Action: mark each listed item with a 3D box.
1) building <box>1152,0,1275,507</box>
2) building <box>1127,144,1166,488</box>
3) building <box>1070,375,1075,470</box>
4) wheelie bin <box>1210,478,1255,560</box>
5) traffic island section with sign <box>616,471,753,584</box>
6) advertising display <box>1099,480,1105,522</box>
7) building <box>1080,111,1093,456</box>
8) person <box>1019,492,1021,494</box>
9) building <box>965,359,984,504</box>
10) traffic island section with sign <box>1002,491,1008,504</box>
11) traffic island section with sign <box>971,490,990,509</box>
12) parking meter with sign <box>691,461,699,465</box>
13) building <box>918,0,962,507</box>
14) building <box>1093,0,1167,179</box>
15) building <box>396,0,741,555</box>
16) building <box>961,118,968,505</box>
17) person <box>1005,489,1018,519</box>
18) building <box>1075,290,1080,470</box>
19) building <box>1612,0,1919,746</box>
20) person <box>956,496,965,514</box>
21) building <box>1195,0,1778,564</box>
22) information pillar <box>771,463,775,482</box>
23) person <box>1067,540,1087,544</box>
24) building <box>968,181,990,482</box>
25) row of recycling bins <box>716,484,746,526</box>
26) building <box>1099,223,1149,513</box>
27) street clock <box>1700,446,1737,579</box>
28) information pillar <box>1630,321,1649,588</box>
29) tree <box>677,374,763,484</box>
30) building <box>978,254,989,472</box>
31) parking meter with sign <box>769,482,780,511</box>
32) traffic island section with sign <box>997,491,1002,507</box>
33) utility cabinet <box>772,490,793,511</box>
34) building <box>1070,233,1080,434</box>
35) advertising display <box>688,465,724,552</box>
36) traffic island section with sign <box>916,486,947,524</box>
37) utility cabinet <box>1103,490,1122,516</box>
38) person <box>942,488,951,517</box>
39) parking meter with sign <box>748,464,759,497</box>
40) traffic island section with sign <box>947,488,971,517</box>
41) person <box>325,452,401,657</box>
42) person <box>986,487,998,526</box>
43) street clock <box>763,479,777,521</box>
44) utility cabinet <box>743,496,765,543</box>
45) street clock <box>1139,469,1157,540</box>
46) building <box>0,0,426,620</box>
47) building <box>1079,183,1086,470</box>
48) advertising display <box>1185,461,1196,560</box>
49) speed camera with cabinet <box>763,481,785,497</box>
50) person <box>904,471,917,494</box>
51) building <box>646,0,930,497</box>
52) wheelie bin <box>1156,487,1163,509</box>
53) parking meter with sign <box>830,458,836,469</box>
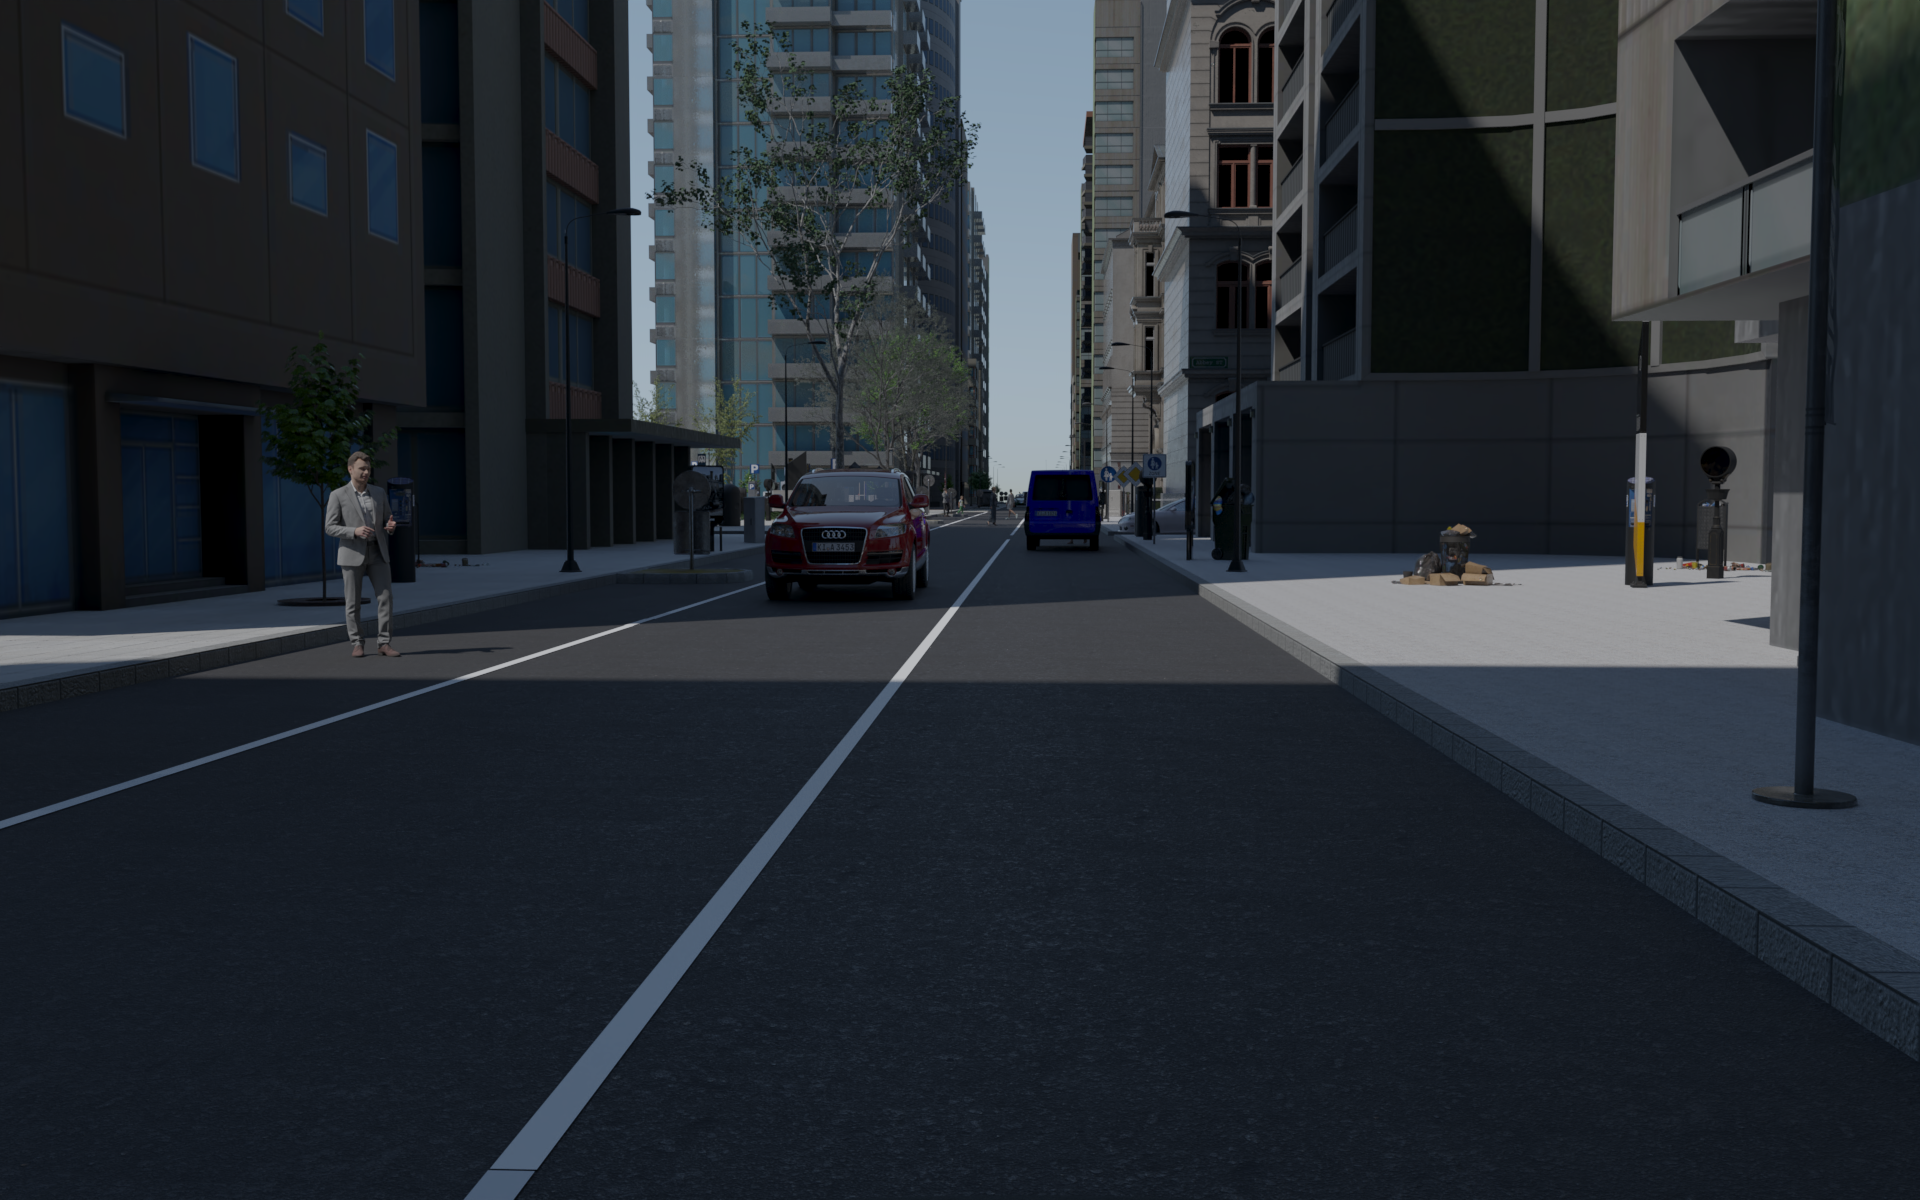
[{"bbox_3d":[19.506,-17.123,67.346,23.554,28.519,14.401,0,4,3],"label":"building"},{"bbox_3d":[16.946,-17.126,99.089,14.460,24.649,34.723,0,4,3],"label":"building"},{"bbox_3d":[30.951,-25.715,265.476,27.650,21.520,28.899,0,4,3],"label":"building"},{"bbox_3d":[5.332,-1.580,33.746,0.693,1.594,0.980,3,4,37],"label":"wheelie bin"},{"bbox_3d":[-4.489,-1.226,28.667,1.989,1.847,2.006,0,4,3],"label":"traffic island section with sign"},{"bbox_3d":[6.655,-4.656,81.340,0.123,1.923,0.974,0,4,-4],"label":"advertising display"},{"bbox_3d":[24.855,-33.089,195.622,22.147,44.769,28.867,0,4,3],"label":"building"},{"bbox_3d":[8.601,-14.598,247.625,0.683,1.767,0.568,2,4,28],"label":"person"},{"bbox_3d":[-11.044,-23.932,236.321,27.650,21.520,28.899,0,4,3],"label":"building"},{"bbox_3d":[5.909,-14.346,243.184,1.989,1.847,2.006,0,4,3],"label":"traffic island section with sign"},{"bbox_3d":[1.914,-9.318,160.984,1.989,1.847,2.006,0,4,3],"label":"traffic island section with sign"},{"bbox_3d":[-13.567,-5.919,93.029,0.543,3.016,1.738,3,5,42],"label":"parking meter with sign"},{"bbox_3d":[-11.082,-39.086,181.053,21.231,58.520,28.212,0,4,3],"label":"building"},{"bbox_3d":[18.143,-28.289,146.127,14.154,41.232,14.086,0,4,3],"label":"building"},{"bbox_3d":[-21.758,-23.735,42.694,28.867,44.769,22.147,0,4,3],"label":"building"},{"bbox_3d":[-6.301,-33.798,202.703,14.600,45.320,14.200,0,4,3],"label":"building"},{"bbox_3d":[2.955,-5.497,99.121,0.760,1.731,0.466,1,4,18],"label":"person"},{"bbox_3d":[23.250,-28.892,244.087,14.160,30.474,14.107,0,4,3],"label":"building"},{"bbox_3d":[12.033,-19.978,10.231,14.154,41.232,14.086,0,4,3],"label":"building"},{"bbox_3d":[0.043,-6.229,114.586,0.590,1.304,0.306,1,4,19],"label":"person"},{"bbox_3d":[16.815,-36.770,39.441,20.563,71.187,20.611,0,4,3],"label":"building"},{"bbox_3d":[-14.058,-8.487,130.116,0.183,3.616,0.504,2,4,24],"label":"information pillar"},{"bbox_3d":[3.306,-2.515,49.712,0.616,1.811,0.778,3,5,43],"label":"person"},{"bbox_3d":[-7.437,-39.471,264.964,23.786,49.044,30.456,0,4,3],"label":"building"},{"bbox_3d":[-10.425,-3.762,68.619,3.534,1.692,1.069,-1,4,-23],"label":"row of recycling bins"},{"bbox_3d":[15.312,-16.935,126.042,9.793,20.994,18.267,0,4,3],"label":"building"},{"bbox_3d":[11.457,-1.324,26.216,0.358,2.002,0.471,-3,5,-43],"label":"street clock"},{"bbox_3d":[9.340,-1.982,23.757,0.183,3.616,0.504,1,4,15],"label":"information pillar"},{"bbox_3d":[-14.207,-9.495,105.599,4.737,8.622,4.395,0,3,0],"label":"tree"},{"bbox_3d":[-2.370,-36.939,287.542,14.154,41.232,14.086,0,4,3],"label":"building"},{"bbox_3d":[-12.009,-7.063,111.747,1.738,3.016,0.543,-1,4,-20],"label":"parking meter with sign"},{"bbox_3d":[3.255,-10.997,188.431,1.989,1.847,2.006,0,4,3],"label":"traffic island section with sign"},{"bbox_3d":[-10.568,-5.781,103.190,1.173,1.500,0.318,-1,4,-13],"label":"utility cabinet"},{"bbox_3d":[25.374,-38.956,287.033,14.600,45.320,14.200,0,4,3],"label":"building"},{"bbox_3d":[-5.633,-2.035,38.488,0.123,1.923,0.974,3,4,39],"label":"advertising display"},{"bbox_3d":[-1.795,-4.618,84.135,1.989,1.847,2.006,0,4,3],"label":"traffic island section with sign"},{"bbox_3d":[8.575,-5.489,98.423,1.173,1.500,0.318,1,4,23],"label":"utility cabinet"},{"bbox_3d":[-0.856,-6.172,109.600,0.592,1.802,0.473,-3,4,-38],"label":"person"},{"bbox_3d":[-12.007,-6.351,100.098,0.543,3.016,1.738,0,4,4],"label":"parking meter with sign"},{"bbox_3d":[-0.495,-6.269,111.126,1.989,1.847,2.006,0,4,3],"label":"traffic island section with sign"},{"bbox_3d":[-5.201,-0.397,15.190,0.583,1.804,0.606,3,5,44],"label":"person"},{"bbox_3d":[1.476,-4.270,78.738,0.534,1.772,0.576,-1,4,-15],"label":"person"},{"bbox_3d":[-9.152,-4.777,82.679,0.358,2.002,0.471,2,4,28],"label":"street clock"},{"bbox_3d":[-5.433,-2.110,45.664,0.306,1.237,1.020,-2,4,-23],"label":"utility cabinet"},{"bbox_3d":[5.240,-2.674,48.297,0.471,2.002,0.358,-2,4,-32],"label":"street clock"},{"bbox_3d":[-15.977,-22.649,20.415,14.600,45.320,14.200,0,4,3],"label":"building"},{"bbox_3d":[22.902,-33.400,229.689,14.154,41.232,14.086,0,4,3],"label":"building"},{"bbox_3d":[4.498,-1.752,33.854,0.123,1.923,0.974,1,4,12],"label":"advertising display"},{"bbox_3d":[-12.796,-7.787,121.653,2.038,3.252,0.660,1,4,19],"label":"speed camera with cabinet"},{"bbox_3d":[-0.912,-1.276,29.463,0.850,1.850,0.679,-2,4,-30],"label":"person"},{"bbox_3d":[-14.228,-32.573,152.181,23.786,49.044,30.456,0,4,3],"label":"building"},{"bbox_3d":[8.815,-4.315,78.457,0.980,1.594,0.693,0,4,-5],"label":"wheelie bin"},{"bbox_3d":[-5.709,-5.365,83.983,0.543,3.016,1.738,-2,4,-25],"label":"parking meter with sign"}]
